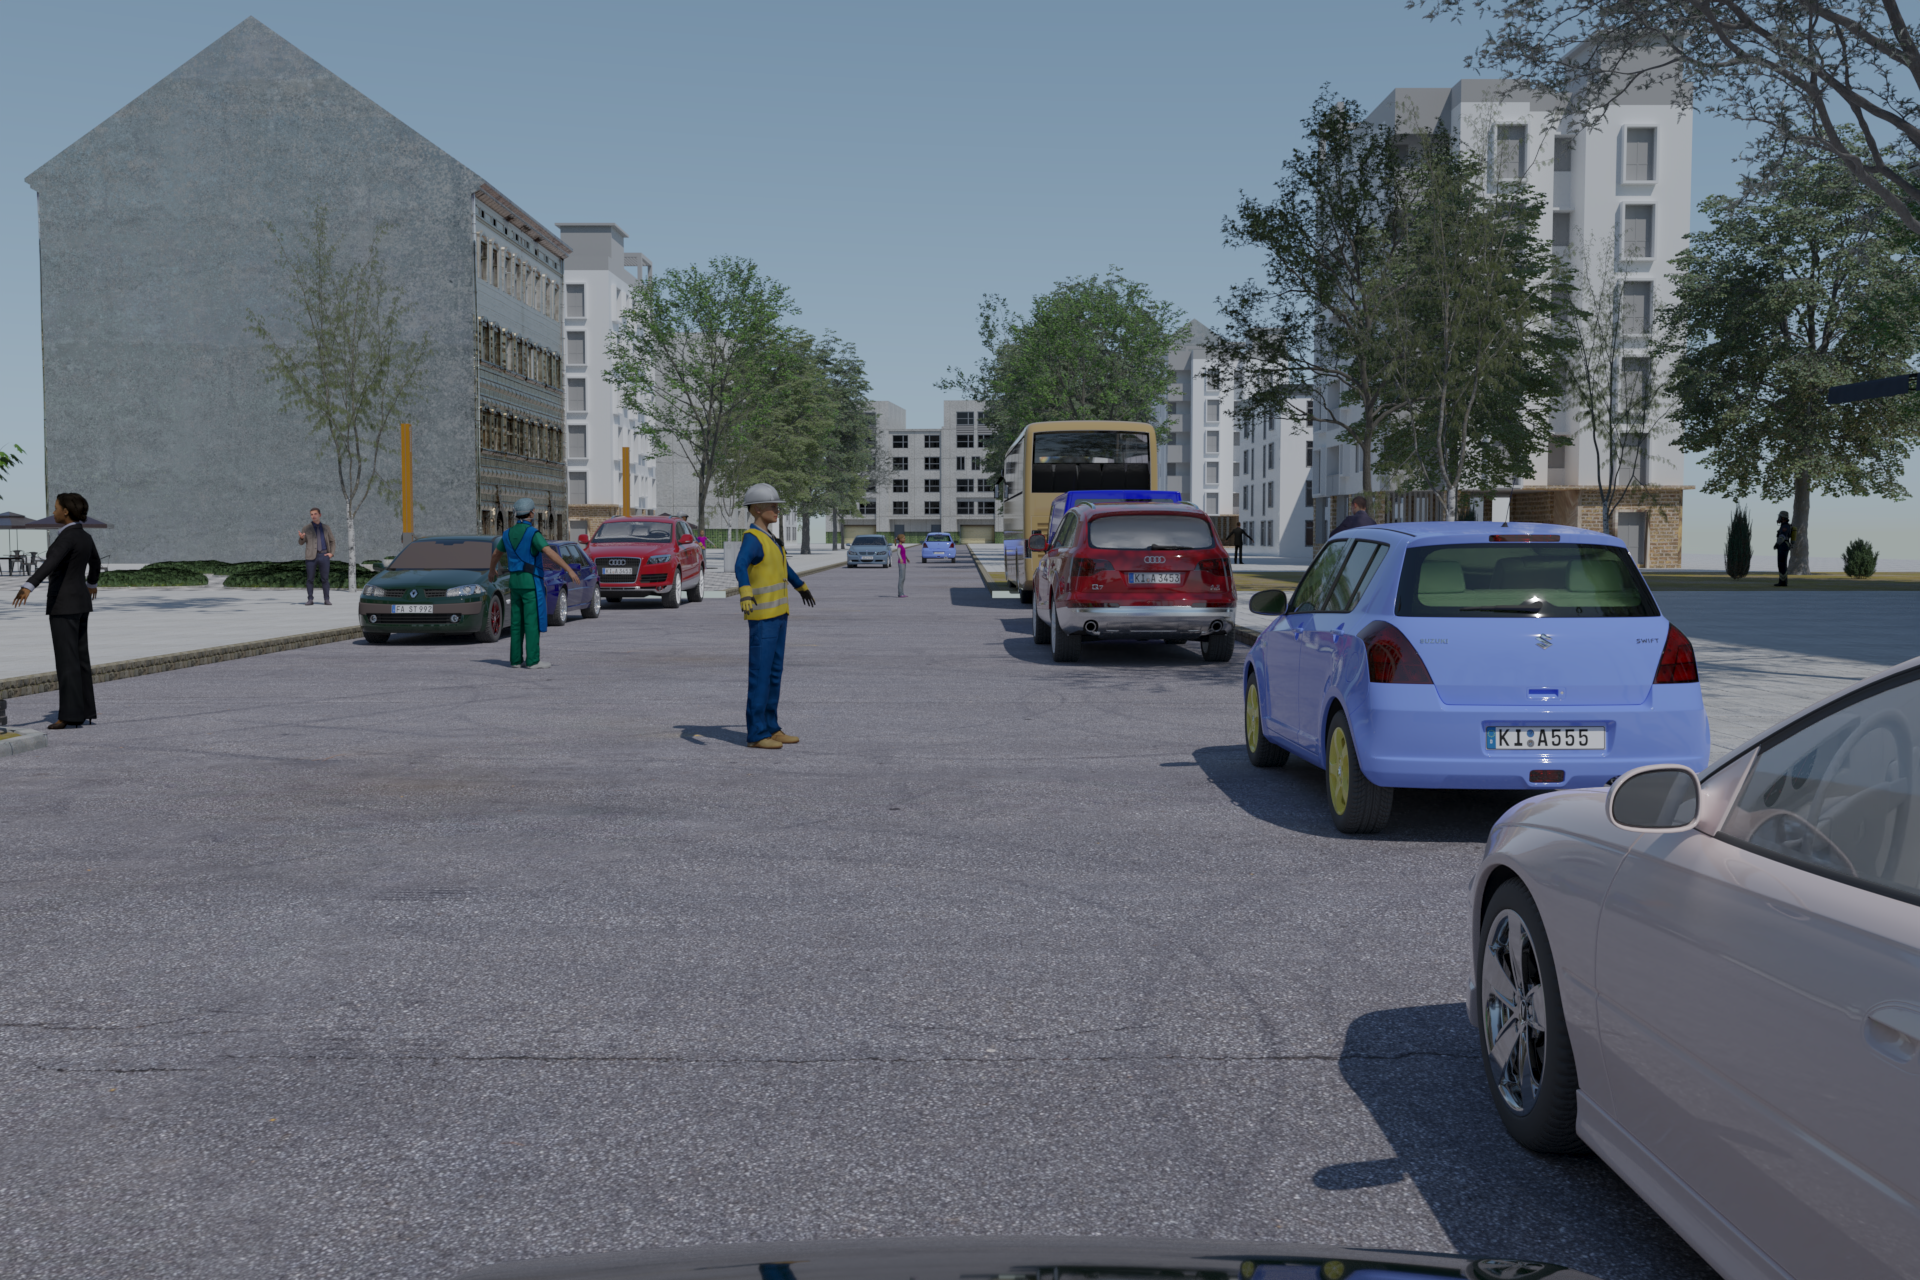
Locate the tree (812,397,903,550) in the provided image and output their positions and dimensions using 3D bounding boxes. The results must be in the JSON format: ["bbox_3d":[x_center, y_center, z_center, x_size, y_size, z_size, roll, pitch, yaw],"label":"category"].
[{"bbox_3d":[-9.811,-14.205,142.623,12.009,13.543,11.850,0,3,0],"label":"tree"}]

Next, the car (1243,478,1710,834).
[{"bbox_3d":[2.633,0.000,9.585,1.945,1.707,3.694,0,4,0],"label":"car"}]

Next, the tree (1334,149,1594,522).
[{"bbox_3d":[14.863,-8.179,51.859,7.486,12.596,7.792,0,3,0],"label":"tree"}]

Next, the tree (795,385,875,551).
[{"bbox_3d":[-9.822,-13.046,131.436,7.486,12.596,7.792,0,3,0],"label":"tree"}]

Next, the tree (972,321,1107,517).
[{"bbox_3d":[5.309,-11.976,102.462,9.857,13.997,8.962,0,3,0],"label":"tree"}]

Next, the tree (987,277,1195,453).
[{"bbox_3d":[5.109,-8.759,68.969,9.928,11.665,9.643,0,3,0],"label":"tree"}]

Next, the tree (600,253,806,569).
[{"bbox_3d":[-9.375,-8.429,63.564,9.928,11.665,9.643,0,3,0],"label":"tree"}]

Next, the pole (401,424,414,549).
[{"bbox_3d":[-10.236,-2.340,32.109,0.158,3.312,0.155,0,3,0],"label":"pole"}]

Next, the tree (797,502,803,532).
[{"bbox_3d":[-21.242,-17.141,230.621,4.737,8.622,4.395,0,3,0],"label":"tree"}]

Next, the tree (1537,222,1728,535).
[{"bbox_3d":[15.417,-5.568,41.392,4.360,8.622,3.978,0,3,0],"label":"tree"}]

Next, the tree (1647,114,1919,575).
[{"bbox_3d":[26.431,-9.016,54.074,9.857,13.997,8.962,0,3,0],"label":"tree"}]

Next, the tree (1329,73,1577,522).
[{"bbox_3d":[7.958,-4.749,28.013,4.360,8.622,3.978,0,3,0],"label":"tree"}]

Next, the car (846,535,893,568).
[{"bbox_3d":[-3.844,-3.789,73.959,2.014,1.417,4.499,0,4,0],"label":"car"}]

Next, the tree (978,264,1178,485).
[{"bbox_3d":[5.600,-10.770,82.741,9.857,13.997,8.962,0,3,0],"label":"tree"}]

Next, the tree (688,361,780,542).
[{"bbox_3d":[-9.923,-7.545,73.722,4.360,8.622,3.978,0,3,0],"label":"tree"}]

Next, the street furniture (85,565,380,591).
[{"bbox_3d":[-15.622,-1.621,42.126,10.072,0.657,5.734,1,4,16],"label":"street furniture"}]

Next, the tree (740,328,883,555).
[{"bbox_3d":[-9.753,-12.323,108.140,9.857,13.997,8.962,0,3,0],"label":"tree"}]

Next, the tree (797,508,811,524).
[{"bbox_3d":[-20.406,-17.457,235.781,4.360,8.622,3.978,0,3,0],"label":"tree"}]

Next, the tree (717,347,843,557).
[{"bbox_3d":[-10.074,-10.427,96.239,9.928,11.665,9.643,0,3,0],"label":"tree"}]

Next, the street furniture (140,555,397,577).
[{"bbox_3d":[-20.656,-2.310,53.387,10.072,0.657,5.734,3,5,43],"label":"street furniture"}]

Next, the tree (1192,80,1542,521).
[{"bbox_3d":[8.359,-6.228,36.244,7.601,10.594,8.767,1,4,9],"label":"tree"}]

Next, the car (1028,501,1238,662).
[{"bbox_3d":[2.007,-0.752,20.963,2.281,1.827,5.304,0,4,-1],"label":"car"}]

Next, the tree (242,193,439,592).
[{"bbox_3d":[-13.428,-5.368,38.135,4.360,8.622,3.978,0,3,0],"label":"tree"}]

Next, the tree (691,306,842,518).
[{"bbox_3d":[-9.727,-10.266,85.970,7.486,12.596,7.792,0,3,0],"label":"tree"}]

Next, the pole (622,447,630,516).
[{"bbox_3d":[-7.814,-2.860,40.606,0.158,3.312,0.155,0,3,0],"label":"pole"}]

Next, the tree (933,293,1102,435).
[{"bbox_3d":[4.416,-17.224,137.508,12.611,20.169,13.585,0,3,0],"label":"tree"}]

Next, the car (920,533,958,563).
[{"bbox_3d":[-1.046,-4.672,85.977,1.945,1.707,3.694,0,4,0],"label":"car"}]

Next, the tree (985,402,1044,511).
[{"bbox_3d":[5.285,-12.584,123.870,7.486,12.596,7.792,0,3,0],"label":"tree"}]

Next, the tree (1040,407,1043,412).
[{"bbox_3d":[5.077,-8.698,92.581,4.360,8.622,3.978,0,3,0],"label":"tree"}]

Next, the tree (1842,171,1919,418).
[{"bbox_3d":[25.799,-7.138,42.458,9.928,11.665,9.643,0,3,0],"label":"tree"}]

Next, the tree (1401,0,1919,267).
[{"bbox_3d":[8.496,-6.343,14.074,12.009,13.543,11.850,0,3,0],"label":"tree"}]
